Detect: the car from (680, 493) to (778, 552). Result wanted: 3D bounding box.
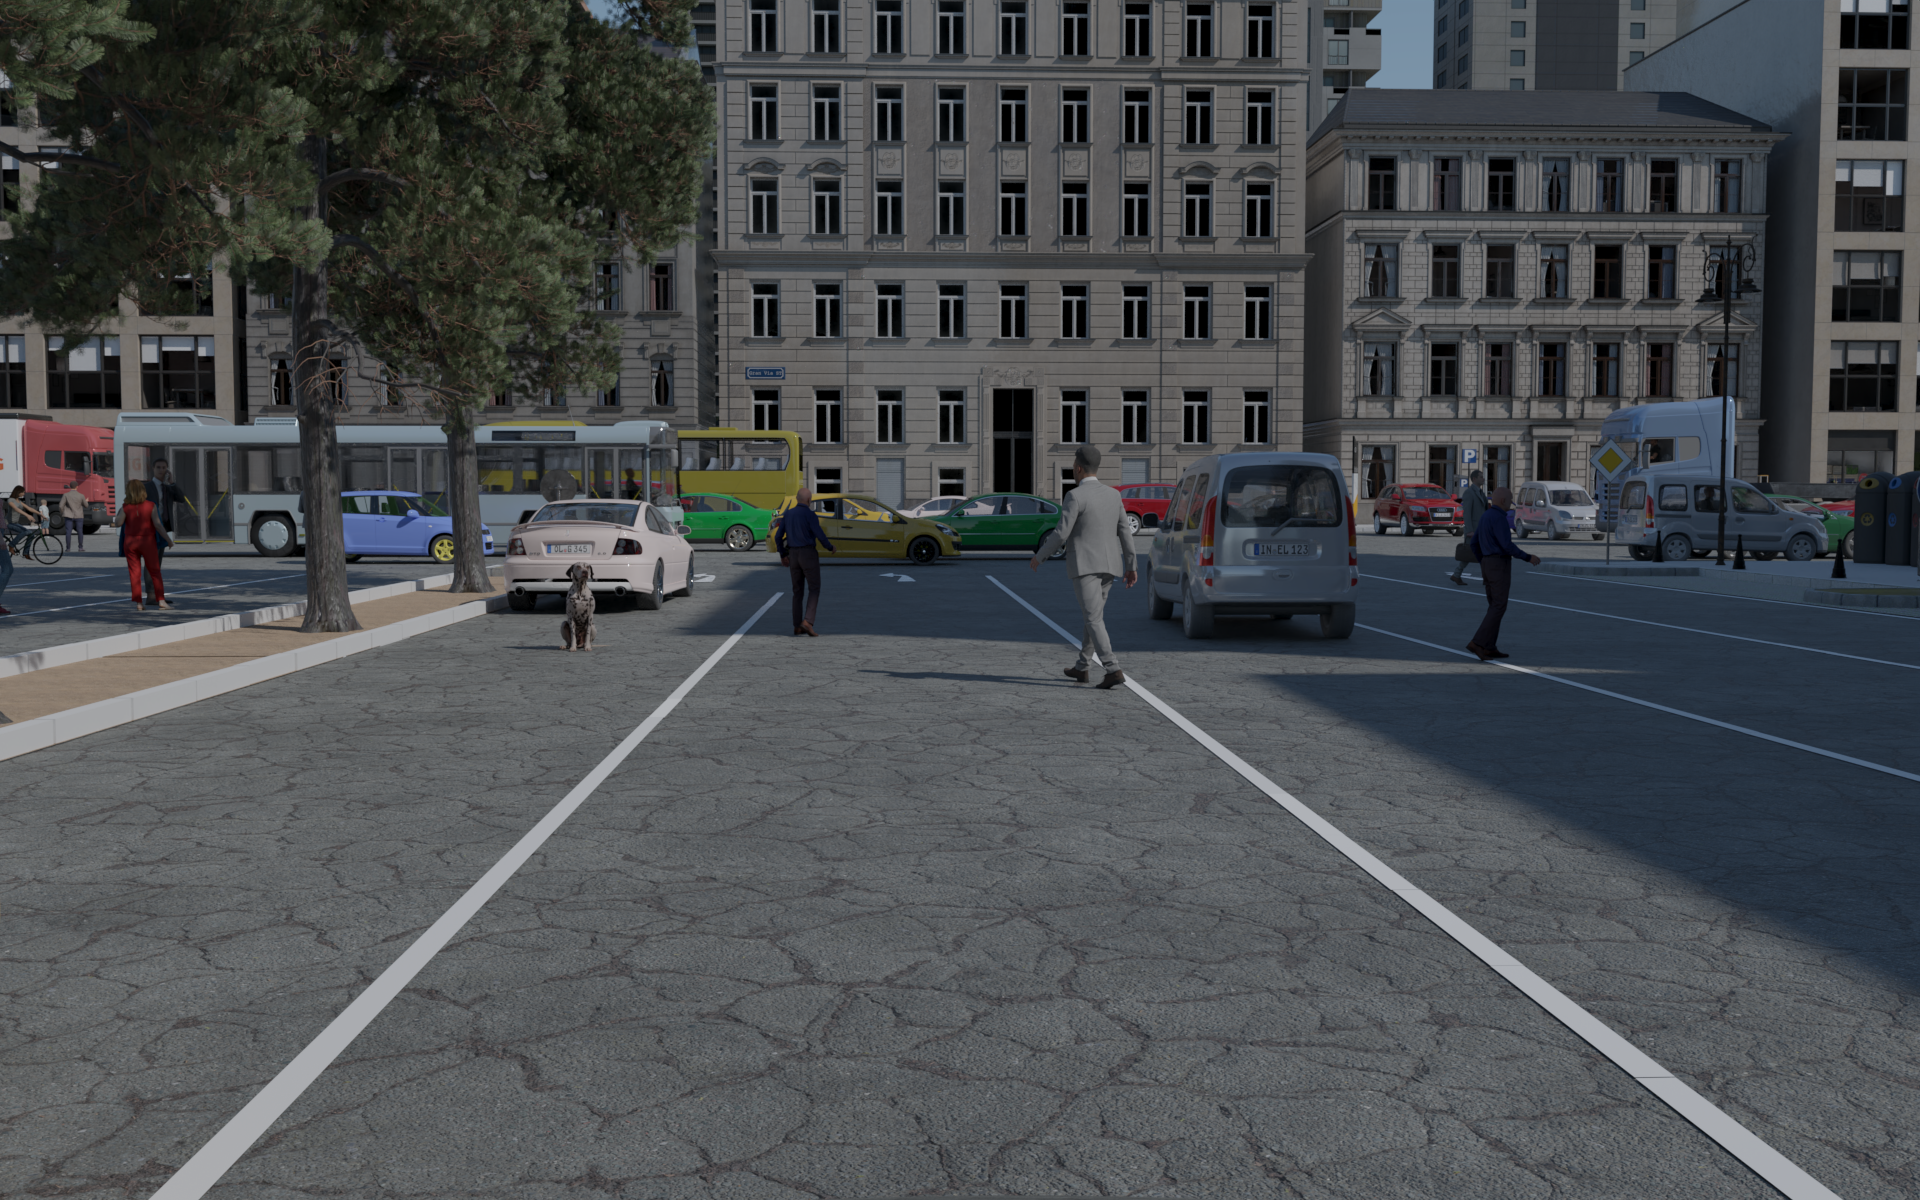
[{"bbox_3d":[-6.838,-2.125,43.546,4.718,1.807,1.959,0,4,-2],"label":"car"}]

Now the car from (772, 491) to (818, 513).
[{"bbox_3d":[-3.441,-2.347,48.593,3.980,1.641,2.015,0,4,-4],"label":"car"}]

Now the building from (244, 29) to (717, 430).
[{"bbox_3d":[-19.783,-13.738,73.768,18.267,20.994,9.793,0,4,-3],"label":"building"}]

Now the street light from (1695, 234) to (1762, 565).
[{"bbox_3d":[13.707,-3.563,31.041,0.468,5.910,1.993,0,4,-3],"label":"street light"}]

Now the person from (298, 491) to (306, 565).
[{"bbox_3d":[-11.287,-1.329,30.431,0.606,1.804,0.583,0,4,-3],"label":"person"}]

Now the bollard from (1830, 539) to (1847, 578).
[{"bbox_3d":[13.412,-0.634,26.415,0.229,0.601,0.229,0,3,0],"label":"bollard"}]

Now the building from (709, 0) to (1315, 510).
[{"bbox_3d":[1.939,-17.075,76.444,25.104,27.353,12.463,0,4,-3],"label":"building"}]

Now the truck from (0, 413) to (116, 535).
[{"bbox_3d":[-34.705,-4.401,60.868,11.283,4.237,2.839,0,4,-2],"label":"truck"}]

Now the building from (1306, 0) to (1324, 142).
[{"bbox_3d":[20.218,-27.778,137.765,14.154,41.232,14.086,0,4,-3],"label":"building"}]

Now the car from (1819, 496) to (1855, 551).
[{"bbox_3d":[23.314,-2.073,42.562,5.304,1.827,2.281,0,4,-3],"label":"car"}]

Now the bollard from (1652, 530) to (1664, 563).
[{"bbox_3d":[13.125,-1.009,32.531,0.229,0.601,0.229,0,3,0],"label":"bollard"}]

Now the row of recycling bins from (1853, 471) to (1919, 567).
[{"bbox_3d":[17.108,-1.446,30.754,1.069,1.692,3.534,0,4,-1],"label":"row of recycling bins"}]

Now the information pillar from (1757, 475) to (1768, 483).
[{"bbox_3d":[31.348,-3.866,67.704,0.304,2.012,0.304,0,4,1],"label":"information pillar"}]

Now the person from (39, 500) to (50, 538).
[{"bbox_3d":[-29.711,-2.628,56.159,0.332,1.250,0.352,-3,4,-37],"label":"person"}]

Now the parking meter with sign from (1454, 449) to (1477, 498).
[{"bbox_3d":[19.639,-4.373,67.759,0.543,3.016,1.738,0,4,-1],"label":"parking meter with sign"}]

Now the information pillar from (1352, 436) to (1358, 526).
[{"bbox_3d":[15.902,-4.796,69.776,0.183,3.616,0.504,2,4,31],"label":"information pillar"}]

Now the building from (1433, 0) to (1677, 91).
[{"bbox_3d":[58.890,-45.195,177.191,20.611,71.187,20.563,0,4,-3],"label":"building"}]

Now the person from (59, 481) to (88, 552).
[{"bbox_3d":[-22.121,-2.095,43.280,0.617,1.759,0.750,-1,4,-20],"label":"person"}]

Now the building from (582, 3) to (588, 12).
[{"bbox_3d":[-41.982,-29.719,140.532,22.147,44.769,28.867,0,4,-3],"label":"building"}]

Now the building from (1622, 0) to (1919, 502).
[{"bbox_3d":[51.841,-16.948,81.616,34.151,26.468,19.350,0,4,-3],"label":"building"}]

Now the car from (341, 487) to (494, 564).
[{"bbox_3d":[-11.602,-1.614,35.973,3.694,1.707,1.945,0,4,-3],"label":"car"}]

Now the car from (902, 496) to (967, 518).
[{"bbox_3d":[-0.675,-2.742,57.191,4.827,1.381,2.083,0,4,-3],"label":"car"}]

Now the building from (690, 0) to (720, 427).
[{"bbox_3d":[-26.384,-48.885,237.520,20.611,71.187,20.563,0,4,-3],"label":"building"}]

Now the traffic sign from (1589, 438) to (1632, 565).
[{"bbox_3d":[11.744,-1.695,31.350,0.795,2.450,0.064,0,4,-3],"label":"traffic sign"}]

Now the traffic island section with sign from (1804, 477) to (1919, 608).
[{"bbox_3d":[12.197,-0.850,22.531,1.989,1.847,2.006,0,4,-3],"label":"traffic island section with sign"}]

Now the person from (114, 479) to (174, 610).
[{"bbox_3d":[-10.062,-0.681,21.346,0.593,1.614,0.444,1,4,11],"label":"person"}]

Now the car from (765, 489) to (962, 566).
[{"bbox_3d":[-1.954,-1.527,35.189,3.980,1.641,2.015,0,4,-4],"label":"car"}]

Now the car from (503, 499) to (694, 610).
[{"bbox_3d":[-4.647,-0.634,22.726,2.083,1.381,4.827,0,4,-1],"label":"car"}]

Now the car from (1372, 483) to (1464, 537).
[{"bbox_3d":[15.859,-3.139,60.004,2.281,1.827,5.304,0,4,-3],"label":"car"}]

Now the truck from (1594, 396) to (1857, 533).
[{"bbox_3d":[26.826,-3.610,48.787,18.799,4.110,2.967,0,4,-3],"label":"truck"}]

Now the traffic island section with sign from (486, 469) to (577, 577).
[{"bbox_3d":[-7.245,-1.385,30.781,2.006,1.907,1.989,0,4,-3],"label":"traffic island section with sign"}]

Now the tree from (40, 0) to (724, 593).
[{"bbox_3d":[-7.327,-7.038,24.955,7.806,13.903,7.818,0,3,0],"label":"tree"}]

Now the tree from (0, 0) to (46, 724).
[{"bbox_3d":[-6.410,-6.139,10.252,7.806,13.903,7.818,0,3,0],"label":"tree"}]

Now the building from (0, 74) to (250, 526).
[{"bbox_3d":[-46.571,-16.712,77.757,34.151,26.468,19.350,0,4,-3],"label":"building"}]

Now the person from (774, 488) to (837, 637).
[{"bbox_3d":[-1.512,-0.394,17.636,0.600,1.496,0.574,-3,4,-38],"label":"person"}]

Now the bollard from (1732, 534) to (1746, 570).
[{"bbox_3d":[13.267,-0.822,29.475,0.229,0.601,0.229,0,3,0],"label":"bollard"}]

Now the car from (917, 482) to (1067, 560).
[{"bbox_3d":[0.640,-1.794,38.132,4.718,1.807,1.959,0,4,-4],"label":"car"}]

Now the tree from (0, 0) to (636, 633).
[{"bbox_3d":[-6.660,-5.698,17.668,6.751,12.117,7.091,0,3,0],"label":"tree"}]

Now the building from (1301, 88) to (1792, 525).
[{"bbox_3d":[24.654,-12.993,77.070,19.286,19.102,10.561,0,4,-3],"label":"building"}]

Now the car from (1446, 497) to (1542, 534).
[{"bbox_3d":[19.351,-3.057,62.566,3.894,1.354,1.945,0,4,-3],"label":"car"}]

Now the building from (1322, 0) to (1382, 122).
[{"bbox_3d":[25.461,-35.681,172.616,28.713,52.752,27.495,0,4,-3],"label":"building"}]

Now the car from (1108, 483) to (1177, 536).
[{"bbox_3d":[7.160,-3.116,59.626,5.304,1.827,2.281,0,4,-4],"label":"car"}]

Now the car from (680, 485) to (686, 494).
[{"bbox_3d":[-9.742,-2.350,47.103,5.304,1.827,2.281,0,4,-1],"label":"car"}]

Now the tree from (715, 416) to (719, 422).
[{"bbox_3d":[-28.921,-16.398,190.162,6.751,12.117,7.091,0,3,0],"label":"tree"}]

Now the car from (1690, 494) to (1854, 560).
[{"bbox_3d":[18.234,-1.649,38.760,4.920,1.459,2.131,0,4,-3],"label":"car"}]
